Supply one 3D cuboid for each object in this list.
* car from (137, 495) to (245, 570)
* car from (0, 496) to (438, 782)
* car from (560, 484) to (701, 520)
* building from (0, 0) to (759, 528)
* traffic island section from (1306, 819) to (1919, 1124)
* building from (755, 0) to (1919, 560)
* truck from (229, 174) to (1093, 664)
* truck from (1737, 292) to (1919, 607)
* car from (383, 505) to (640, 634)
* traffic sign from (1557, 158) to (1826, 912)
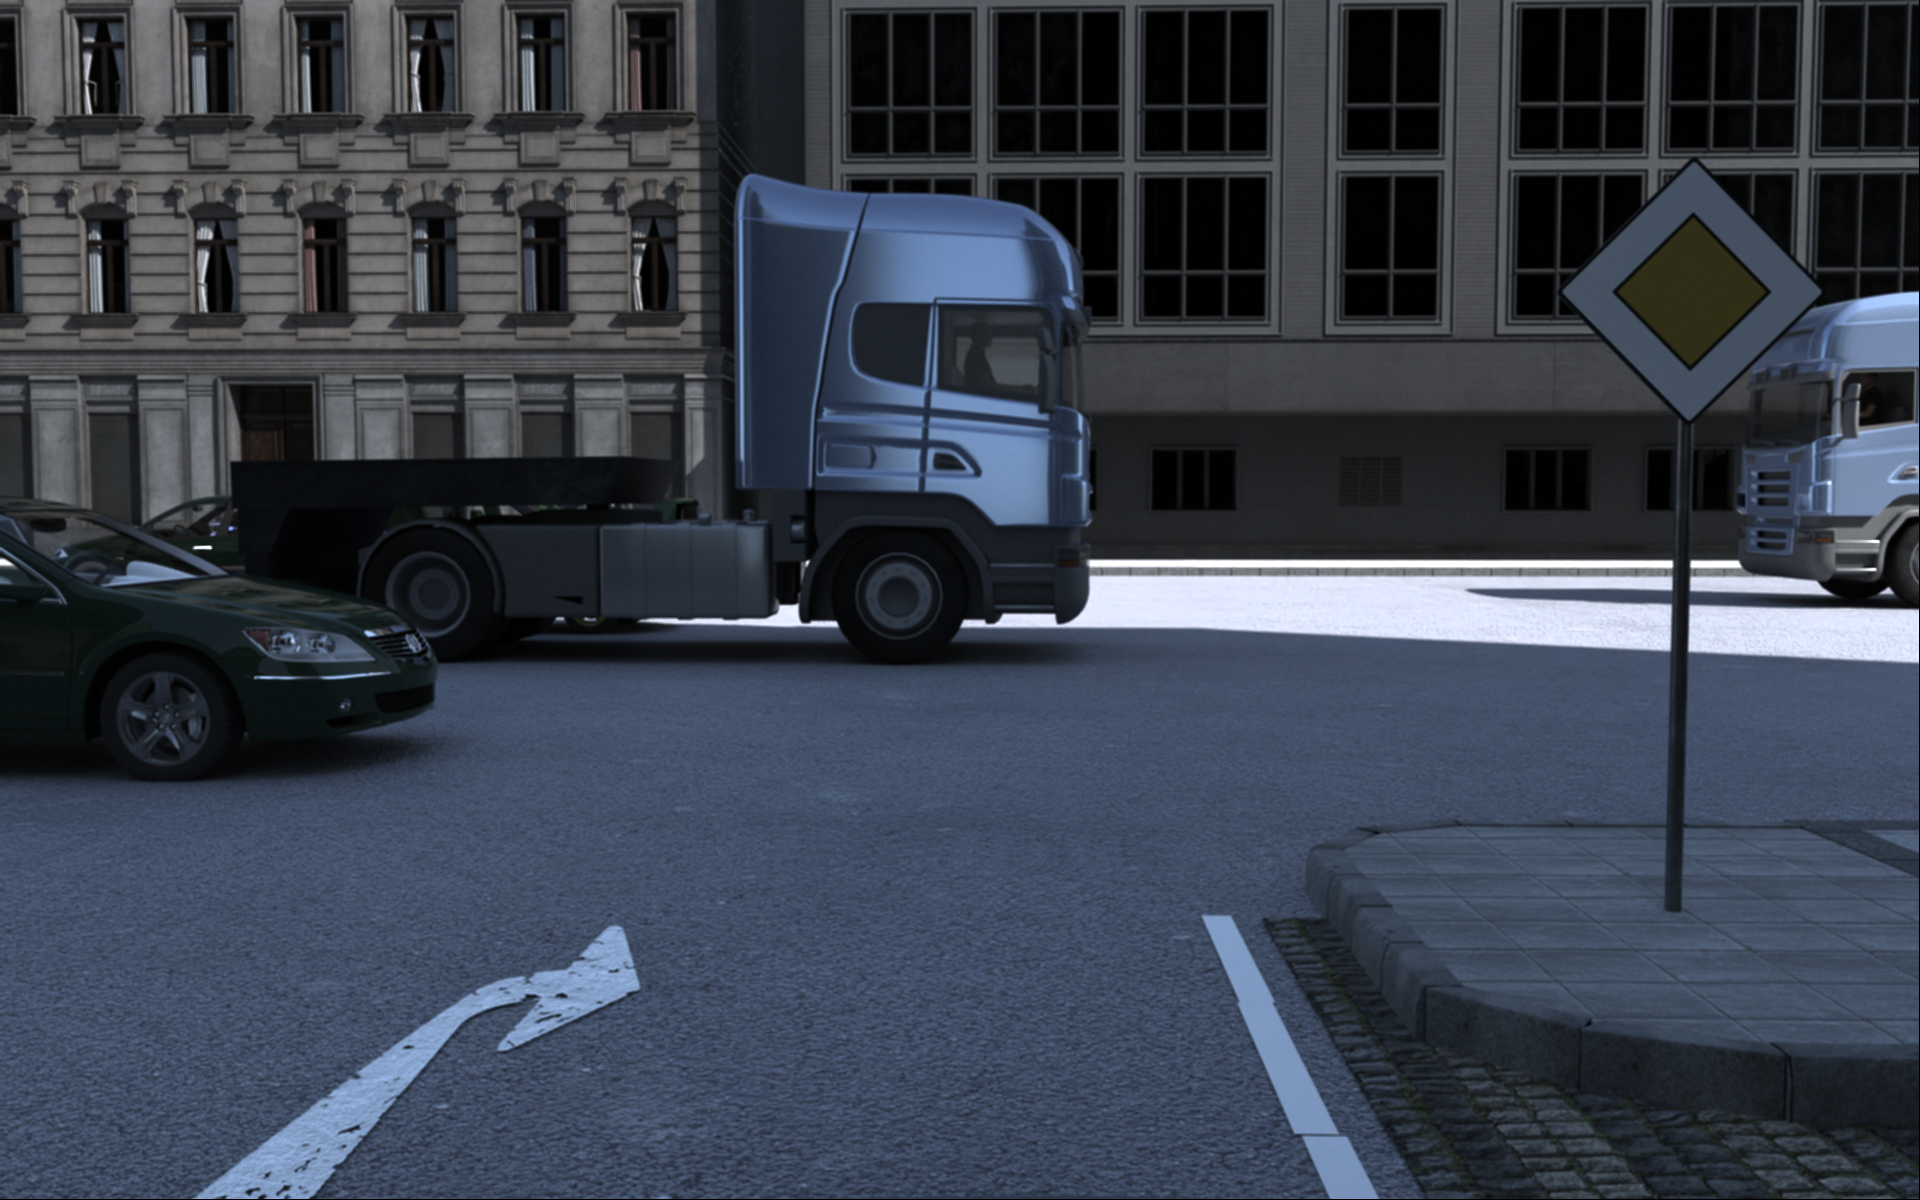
[{"bbox_3d":[-9.053,-0.706,21.329,4.222,1.686,2.009,0,4,2],"label":"car"},{"bbox_3d":[-5.357,0.139,9.532,4.920,1.459,2.131,0,4,3],"label":"car"},{"bbox_3d":[-5.615,-0.980,25.803,4.222,1.686,2.009,0,4,3],"label":"car"},{"bbox_3d":[-13.358,-11.557,38.112,18.267,20.994,9.793,0,4,2],"label":"building"},{"bbox_3d":[2.219,1.035,5.353,2.009,0.180,2.903,0,4,2],"label":"traffic island section"},{"bbox_3d":[8.112,-14.967,38.223,24.014,27.812,14.314,0,4,2],"label":"building"},{"bbox_3d":[-7.521,-1.595,15.839,18.799,4.110,2.967,0,4,2],"label":"truck"},{"bbox_3d":[19.251,-1.986,22.231,18.799,4.110,2.967,0,4,3],"label":"truck"},{"bbox_3d":[-4.835,-0.544,18.493,3.694,1.707,1.945,0,4,3],"label":"car"},{"bbox_3d":[2.195,-0.100,5.276,0.795,2.450,0.064,0,4,2],"label":"traffic sign"}]
